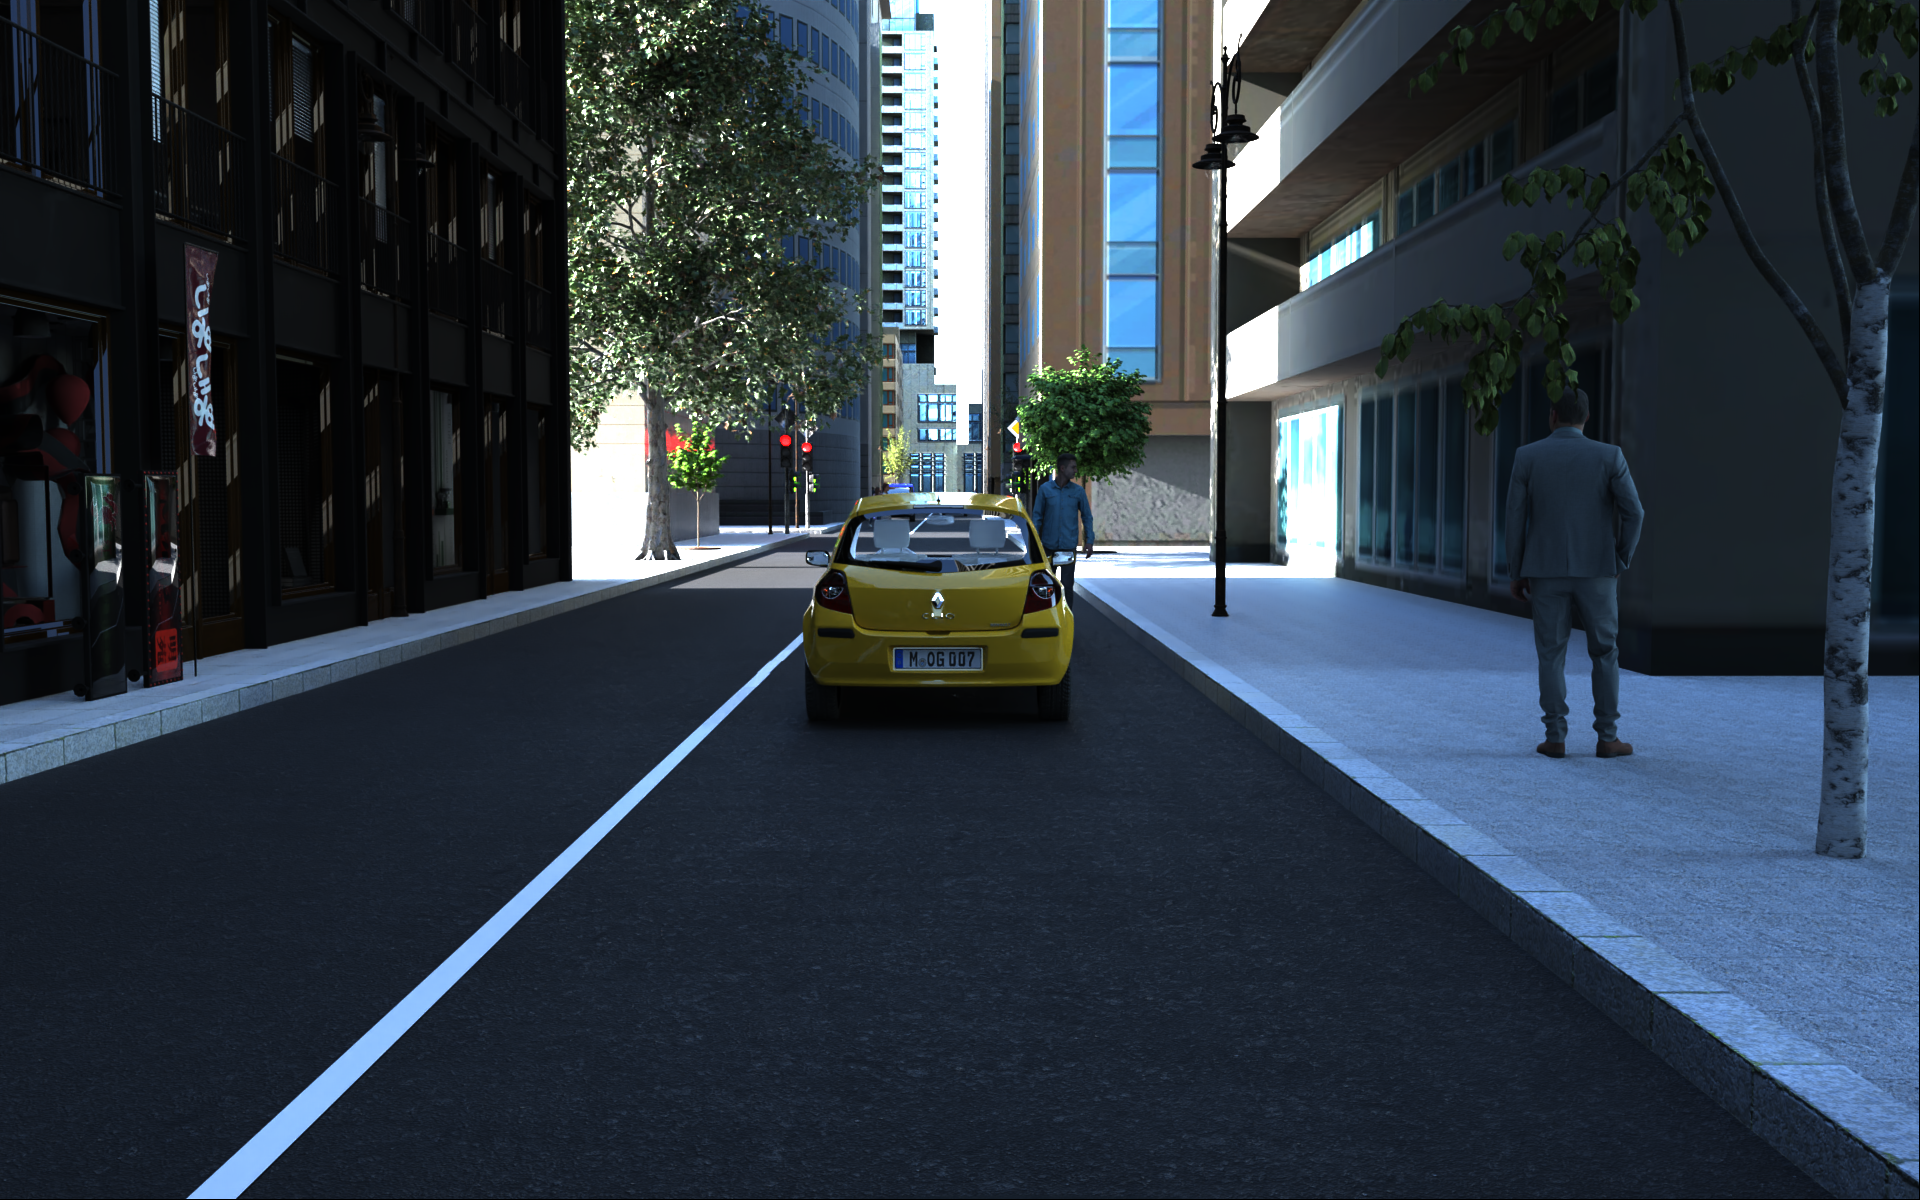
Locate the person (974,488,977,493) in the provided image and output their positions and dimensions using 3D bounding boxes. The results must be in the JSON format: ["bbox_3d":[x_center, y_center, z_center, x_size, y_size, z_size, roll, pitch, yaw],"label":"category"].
[{"bbox_3d":[1.666,-9.941,168.454,0.599,1.838,0.709,0,4,-3],"label":"person"}]

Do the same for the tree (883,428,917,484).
[{"bbox_3d":[-6.693,-14.311,184.344,4.737,8.622,4.395,0,3,0],"label":"tree"}]

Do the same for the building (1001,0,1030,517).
[{"bbox_3d":[9.231,-25.165,95.049,14.154,41.232,14.086,0,4,0],"label":"building"}]

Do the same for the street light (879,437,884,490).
[{"bbox_3d":[-6.295,-10.092,137.784,0.468,5.910,1.993,0,4,0],"label":"street light"}]

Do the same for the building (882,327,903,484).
[{"bbox_3d":[-21.500,-21.791,201.320,28.899,21.520,27.650,0,4,0],"label":"building"}]

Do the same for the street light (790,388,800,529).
[{"bbox_3d":[-6.005,-5.559,63.682,0.468,5.910,1.993,0,4,0],"label":"street light"}]

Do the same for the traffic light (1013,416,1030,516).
[{"bbox_3d":[2.134,-4.072,55.505,0.839,4.253,0.868,0,4,0],"label":"traffic light"}]

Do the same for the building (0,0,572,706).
[{"bbox_3d":[-11.849,-11.457,17.002,12.332,23.373,15.834,0,4,0],"label":"building"}]

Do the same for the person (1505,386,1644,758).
[{"bbox_3d":[2.997,-0.142,8.472,0.635,1.810,0.391,1,4,13],"label":"person"}]

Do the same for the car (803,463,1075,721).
[{"bbox_3d":[-0.143,-0.132,12.385,2.015,1.641,3.980,0,4,0],"label":"car"}]

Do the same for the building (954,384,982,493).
[{"bbox_3d":[15.065,-56.217,231.813,31.000,86.520,22.319,0,4,0],"label":"building"}]

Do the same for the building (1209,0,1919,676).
[{"bbox_3d":[15.474,-24.315,21.261,21.300,48.544,21.600,0,4,0],"label":"building"}]

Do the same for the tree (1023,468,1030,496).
[{"bbox_3d":[3.474,-5.704,87.860,1.663,3.219,1.824,0,3,0],"label":"tree"}]

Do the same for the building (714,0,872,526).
[{"bbox_3d":[-15.343,-32.955,80.810,21.231,58.520,28.212,0,4,0],"label":"building"}]

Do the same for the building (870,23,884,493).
[{"bbox_3d":[-13.808,-28.278,145.941,14.154,41.232,14.086,0,4,0],"label":"building"}]

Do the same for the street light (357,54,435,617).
[{"bbox_3d":[-5.867,-2.763,17.962,0.468,5.910,1.993,0,4,0],"label":"street light"}]

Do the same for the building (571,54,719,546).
[{"bbox_3d":[-18.754,-15.940,48.009,23.554,28.519,14.401,0,4,0],"label":"building"}]

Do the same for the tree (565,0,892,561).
[{"bbox_3d":[-5.904,-7.125,33.501,9.611,12.733,9.660,0,3,0],"label":"tree"}]

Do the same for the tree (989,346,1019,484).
[{"bbox_3d":[3.499,-8.029,81.629,4.360,8.622,3.978,0,3,0],"label":"tree"}]

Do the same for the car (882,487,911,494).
[{"bbox_3d":[-3.382,-5.083,91.781,2.281,1.827,5.304,0,4,-2],"label":"car"}]

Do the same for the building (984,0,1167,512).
[{"bbox_3d":[9.430,-30.597,150.380,14.600,45.320,14.200,0,4,0],"label":"building"}]

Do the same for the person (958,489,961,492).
[{"bbox_3d":[-0.038,-7.597,132.588,0.514,1.842,0.818,1,4,16],"label":"person"}]

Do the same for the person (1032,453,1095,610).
[{"bbox_3d":[1.060,-0.561,17.533,0.638,1.841,0.748,1,4,18],"label":"person"}]

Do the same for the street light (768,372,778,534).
[{"bbox_3d":[-6.041,-5.029,55.013,0.468,5.910,1.993,0,4,0],"label":"street light"}]

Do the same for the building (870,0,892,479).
[{"bbox_3d":[-21.267,-35.310,166.554,28.713,52.752,27.495,0,4,0],"label":"building"}]

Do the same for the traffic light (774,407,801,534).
[{"bbox_3d":[-5.527,-4.069,55.456,0.839,4.253,0.868,0,4,0],"label":"traffic light"}]

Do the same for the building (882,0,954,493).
[{"bbox_3d":[-15.933,-56.179,231.193,31.000,86.520,22.319,0,4,0],"label":"building"}]

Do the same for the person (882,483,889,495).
[{"bbox_3d":[-2.098,-2.574,51.147,0.524,1.755,0.480,1,4,10],"label":"person"}]

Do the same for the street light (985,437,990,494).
[{"bbox_3d":[2.206,-10.079,137.577,0.468,5.910,1.993,0,4,0],"label":"street light"}]

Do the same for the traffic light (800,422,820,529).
[{"bbox_3d":[-5.563,-4.558,63.441,0.839,4.253,0.868,0,4,0],"label":"traffic light"}]

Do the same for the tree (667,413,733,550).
[{"bbox_3d":[-6.078,-2.786,40.145,1.663,3.219,1.824,0,3,0],"label":"tree"}]

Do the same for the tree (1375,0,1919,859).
[{"bbox_3d":[3.159,-3.411,6.140,4.737,8.622,4.395,0,3,0],"label":"tree"}]

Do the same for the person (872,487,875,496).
[{"bbox_3d":[-6.519,-7.505,128.731,0.794,1.824,0.713,-1,4,-12],"label":"person"}]

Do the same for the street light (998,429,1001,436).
[{"bbox_3d":[2.407,-7.791,100.175,0.468,5.910,1.993,0,4,0],"label":"street light"}]

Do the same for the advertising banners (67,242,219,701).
[{"bbox_3d":[-5.380,-0.941,11.575,0.090,3.025,2.074,0,4,1],"label":"advertising banners"}]

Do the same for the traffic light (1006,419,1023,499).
[{"bbox_3d":[2.098,-4.561,63.490,0.839,4.253,0.868,0,4,0],"label":"traffic light"}]

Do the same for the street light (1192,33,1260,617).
[{"bbox_3d":[2.734,-2.767,18.022,0.468,5.910,1.993,0,4,0],"label":"street light"}]

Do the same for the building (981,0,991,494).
[{"bbox_3d":[12.989,-40.233,199.803,21.231,58.520,28.212,0,4,0],"label":"building"}]

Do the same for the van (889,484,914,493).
[{"bbox_3d":[-3.612,-6.010,102.654,2.240,2.365,5.245,0,4,-1],"label":"van"}]

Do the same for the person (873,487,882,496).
[{"bbox_3d":[-3.672,-4.063,75.523,0.593,1.750,0.643,-3,5,-40],"label":"person"}]

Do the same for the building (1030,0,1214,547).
[{"bbox_3d":[8.821,-24.304,47.477,14.600,45.320,14.200,0,4,0],"label":"building"}]

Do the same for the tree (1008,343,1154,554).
[{"bbox_3d":[2.753,-3.312,37.871,4.285,4.588,4.351,0,3,0],"label":"tree"}]
